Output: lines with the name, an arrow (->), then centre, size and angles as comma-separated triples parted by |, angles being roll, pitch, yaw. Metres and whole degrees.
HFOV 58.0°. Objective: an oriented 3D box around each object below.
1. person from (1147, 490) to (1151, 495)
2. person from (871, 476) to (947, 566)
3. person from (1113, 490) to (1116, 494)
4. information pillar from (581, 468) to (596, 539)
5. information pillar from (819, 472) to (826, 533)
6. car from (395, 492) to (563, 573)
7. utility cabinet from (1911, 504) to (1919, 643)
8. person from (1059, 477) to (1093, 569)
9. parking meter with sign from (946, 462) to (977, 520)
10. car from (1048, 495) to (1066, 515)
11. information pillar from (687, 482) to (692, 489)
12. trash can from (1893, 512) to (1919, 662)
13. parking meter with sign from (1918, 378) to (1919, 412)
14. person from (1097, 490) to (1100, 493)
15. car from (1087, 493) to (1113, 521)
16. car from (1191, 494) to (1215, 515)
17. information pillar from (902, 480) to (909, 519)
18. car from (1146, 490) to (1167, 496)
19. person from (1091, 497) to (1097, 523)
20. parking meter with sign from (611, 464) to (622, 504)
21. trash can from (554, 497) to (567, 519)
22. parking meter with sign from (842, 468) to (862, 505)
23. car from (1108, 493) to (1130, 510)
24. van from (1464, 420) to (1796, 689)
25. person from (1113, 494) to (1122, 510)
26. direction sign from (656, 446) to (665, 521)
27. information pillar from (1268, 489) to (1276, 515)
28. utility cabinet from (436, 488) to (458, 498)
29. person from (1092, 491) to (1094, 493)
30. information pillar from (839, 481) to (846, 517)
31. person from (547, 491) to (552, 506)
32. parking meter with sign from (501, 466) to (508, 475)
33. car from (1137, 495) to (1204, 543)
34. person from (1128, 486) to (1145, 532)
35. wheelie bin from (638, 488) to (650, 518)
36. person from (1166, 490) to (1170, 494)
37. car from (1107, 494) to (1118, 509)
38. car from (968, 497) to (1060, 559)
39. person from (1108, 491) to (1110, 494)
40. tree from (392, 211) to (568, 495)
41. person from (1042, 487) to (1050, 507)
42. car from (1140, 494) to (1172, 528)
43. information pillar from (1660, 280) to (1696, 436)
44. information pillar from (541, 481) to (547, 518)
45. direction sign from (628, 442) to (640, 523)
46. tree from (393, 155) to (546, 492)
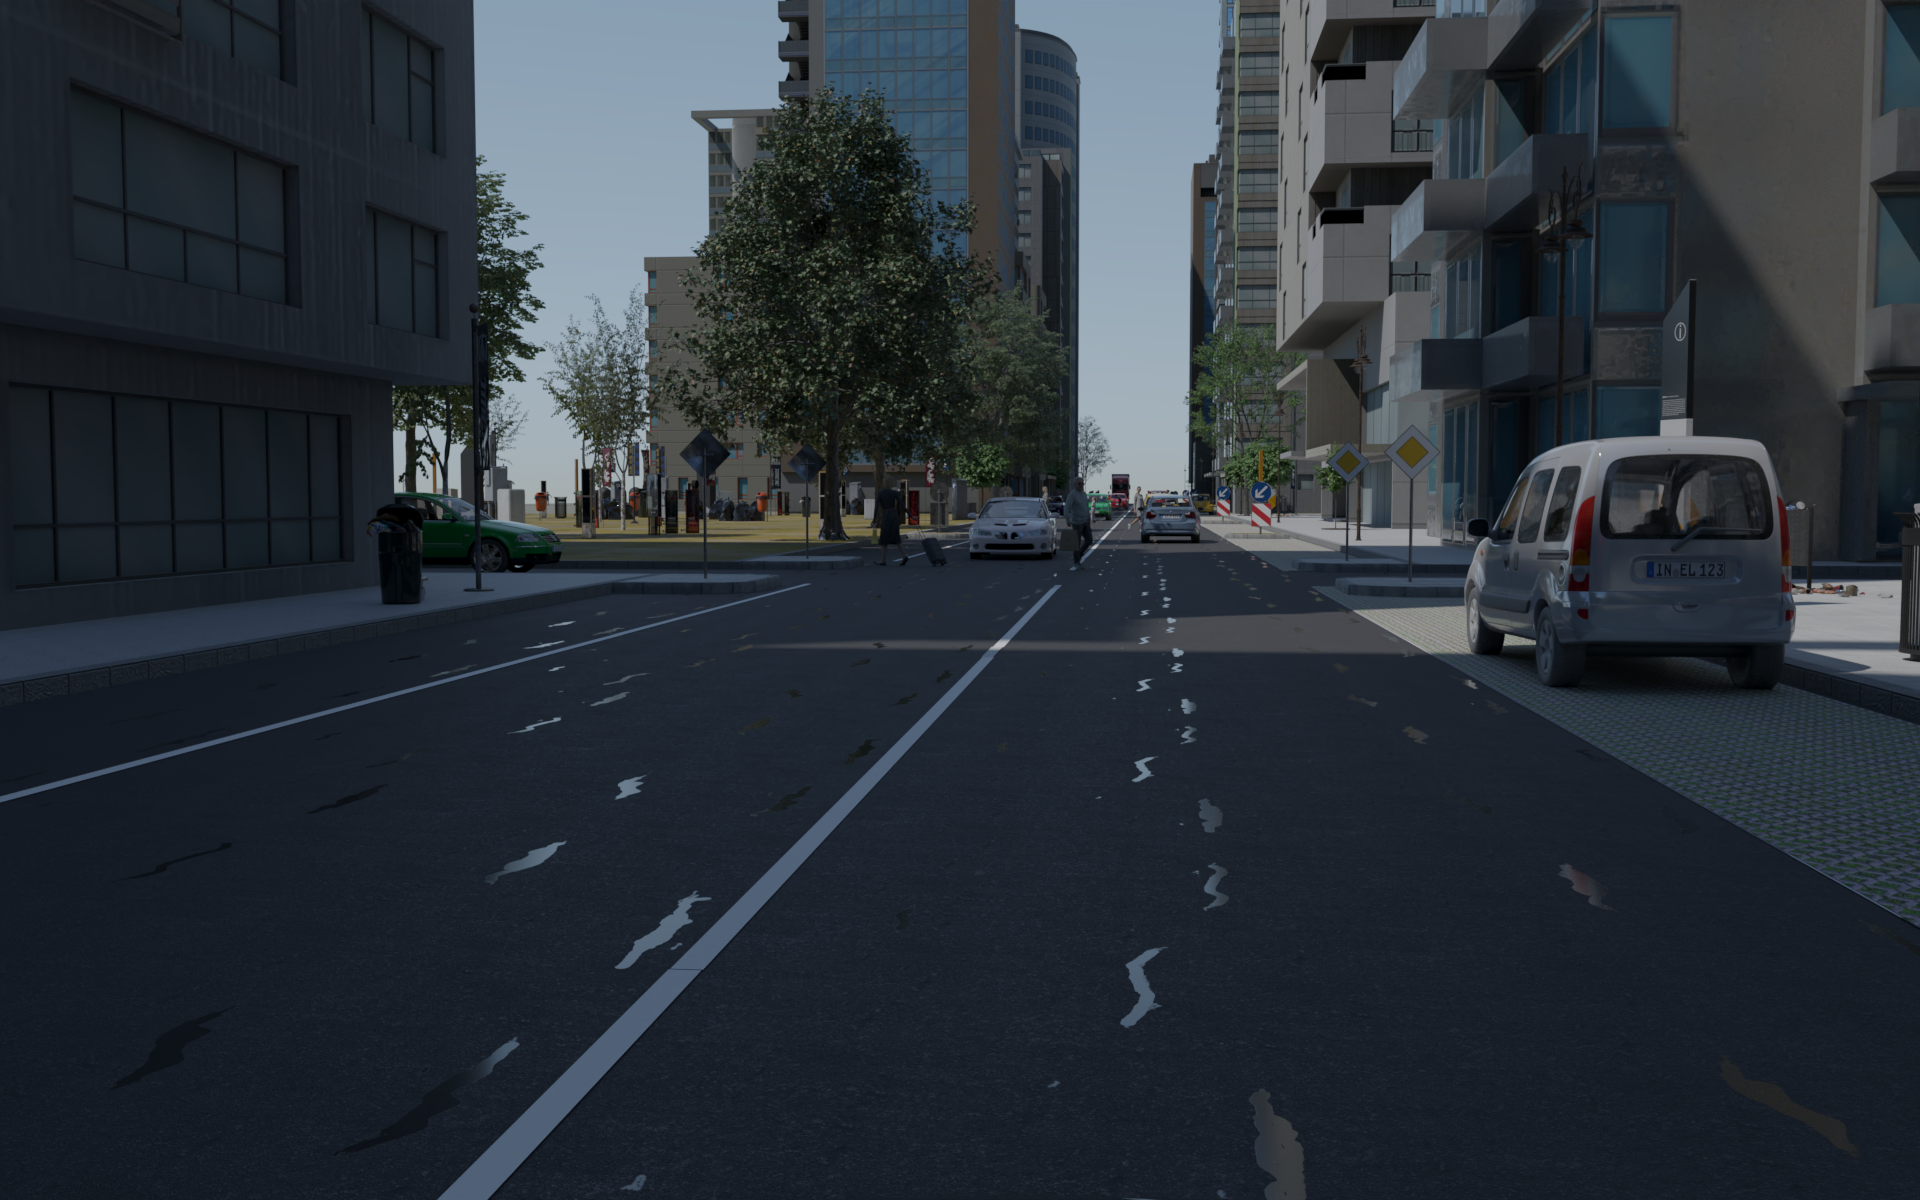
person -> 15.482, -8.178, 142.992 | 0.721, 1.735, 1.217 | -1, 4, -14
person -> -1.077, -1.584, 34.622 | 1.509, 1.804, 0.699 | 2, 4, 27
person -> 18.422, -12.176, 207.212 | 1.348, 1.869, 0.705 | 2, 4, 29
information pillar -> -10.606, -2.750, 49.449 | 0.304, 2.012, 0.304 | 1, 4, 12
information pillar -> -4.432, -3.193, 56.694 | 0.304, 2.012, 0.304 | 1, 4, 10
car -> -9.464, -1.350, 30.869 | 4.718, 1.807, 1.959 | 0, 4, 5
utility cabinet -> 8.760, -0.227, 14.872 | 1.020, 1.237, 0.306 | 0, 4, 2
person -> 2.204, -1.483, 33.233 | 0.515, 1.767, 0.782 | 3, 5, 42
parking meter with sign -> 0.012, -5.451, 85.385 | 1.738, 3.016, 0.543 | -3, 4, -37
car -> 6.387, -6.540, 119.505 | 1.945, 1.354, 3.894 | 0, 4, 6
information pillar -> -16.859, -6.346, 108.254 | 0.304, 2.012, 0.304 | 1, 4, 13
trash can -> 7.550, -0.098, 13.261 | 0.748, 1.137, 0.748 | 0, 3, 0
parking meter with sign -> 14.244, -1.725, 24.462 | 0.543, 3.016, 1.738 | 0, 4, 1
person -> 13.865, -10.119, 173.941 | 0.705, 1.824, 1.348 | -2, 4, -23
car -> 7.380, -5.255, 94.714 | 1.959, 1.807, 4.718 | 0, 4, 6
car -> 16.529, -6.658, 119.080 | 2.015, 1.641, 3.980 | 0, 4, 5
information pillar -> -2.819, -5.205, 89.592 | 0.304, 2.012, 0.304 | 2, 4, 25
car -> 18.488, -9.368, 161.838 | 2.281, 1.827, 5.304 | 0, 4, 6
person -> 6.582, -4.468, 85.826 | 0.394, 1.301, 0.425 | 1, 4, 12
parking meter with sign -> -19.027, -6.085, 95.743 | 0.543, 3.016, 1.738 | -2, 4, -29
trash can -> -20.904, -4.833, 90.672 | 0.748, 1.137, 0.748 | 0, 3, 0
parking meter with sign -> -6.659, -6.972, 110.249 | 1.738, 3.016, 0.543 | 2, 4, 33
car -> 14.806, -9.348, 161.872 | 2.155, 1.783, 4.494 | 0, 4, 5
van -> 5.269, -0.432, 14.082 | 2.013, 2.044, 4.112 | 0, 4, 5
person -> 13.944, -8.640, 152.959 | 0.628, 1.438, 0.799 | 1, 4, 22
direction sign -> -14.194, -5.509, 82.070 | 0.379, 3.537, 0.876 | -3, 4, -37
information pillar -> 18.975, -6.981, 105.487 | 0.504, 3.616, 0.183 | 0, 4, -8
utility cabinet -> -19.758, -3.555, 66.802 | 0.318, 1.500, 1.173 | -3, 5, -44
person -> 12.401, -9.451, 163.472 | 0.683, 1.767, 0.568 | 0, 4, -7
information pillar -> -6.572, -5.651, 96.886 | 0.304, 2.012, 0.304 | -2, 4, -29
person -> -46.600, -11.392, 195.577 | 1.217, 1.723, 0.721 | 1, 4, 13
parking meter with sign -> -28.331, -6.782, 107.146 | 0.543, 3.016, 1.738 | -1, 4, -9
car -> 6.326, -2.449, 52.044 | 2.014, 1.417, 4.499 | 0, 4, 7
person -> 6.765, -3.469, 65.965 | 0.760, 1.731, 0.466 | 1, 4, 16
wheelie bin -> -17.042, -5.250, 93.742 | 0.980, 1.594, 0.693 | -1, 4, -20
person -> 13.238, -6.224, 111.079 | 0.721, 1.723, 1.217 | -3, 4, -38
car -> 14.675, -9.661, 169.952 | 2.014, 1.417, 4.499 | 0, 4, 7
car -> 1.259, -1.673, 39.708 | 2.083, 1.381, 4.827 | 0, 4, 5
person -> 16.622, -11.235, 192.894 | 1.217, 1.736, 0.721 | 3, 4, 38
tree -> -12.090, -5.463, 39.685 | 4.737, 8.622, 4.395 | 0, 3, 0
person -> 4.301, -4.765, 86.592 | 0.728, 1.800, 0.709 | 0, 4, -5
car -> 8.412, -3.828, 72.818 | 2.015, 1.641, 3.980 | 0, 4, 5
information pillar -> 7.954, -1.704, 19.219 | 0.183, 3.616, 0.504 | -1, 4, -12
information pillar -> -22.598, -5.477, 94.040 | 0.304, 2.012, 0.304 | -1, 4, -13
direction sign -> -14.228, -5.112, 75.578 | 0.379, 3.537, 0.876 | -3, 5, -43
tree -> -15.499, -8.066, 50.005 | 7.486, 12.596, 7.792 | 0, 3, 0
